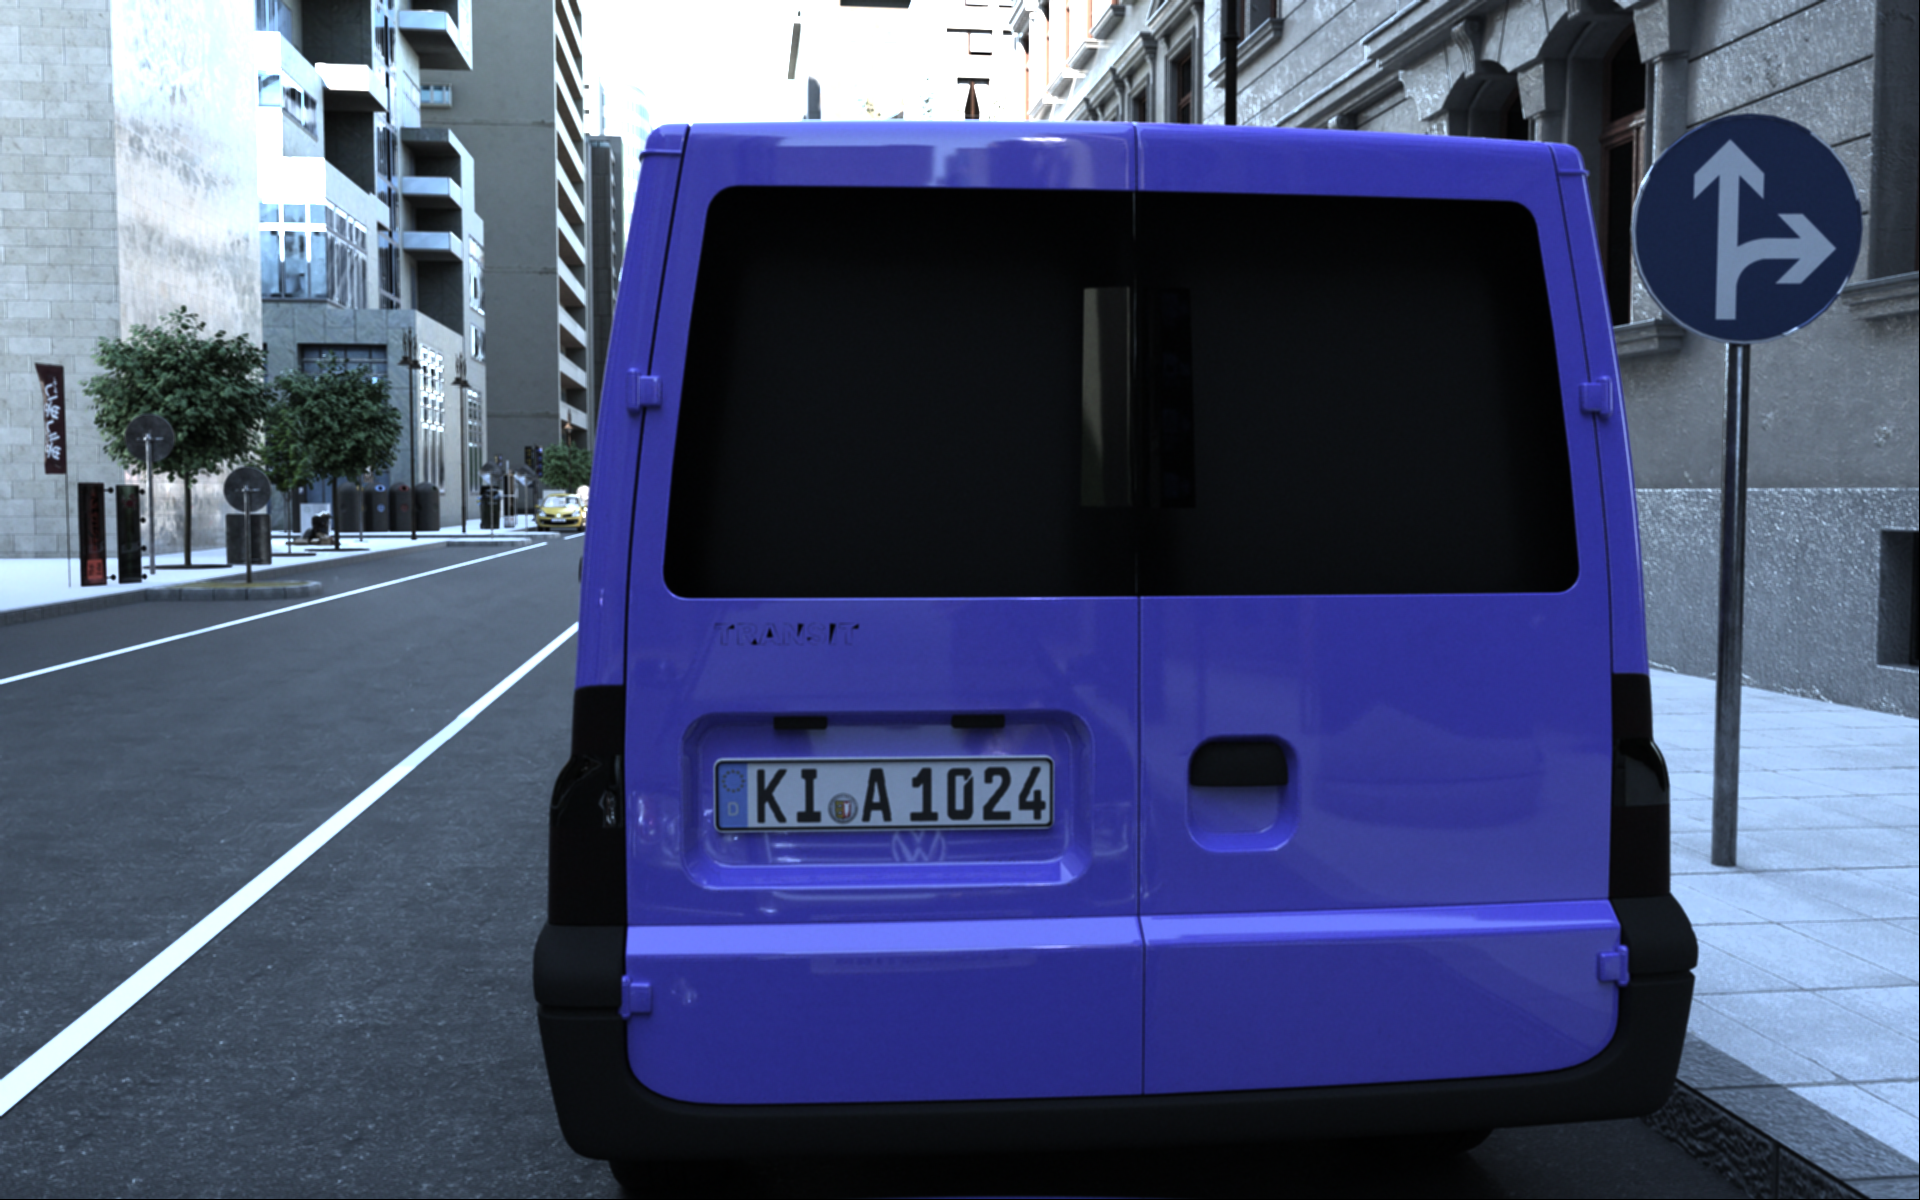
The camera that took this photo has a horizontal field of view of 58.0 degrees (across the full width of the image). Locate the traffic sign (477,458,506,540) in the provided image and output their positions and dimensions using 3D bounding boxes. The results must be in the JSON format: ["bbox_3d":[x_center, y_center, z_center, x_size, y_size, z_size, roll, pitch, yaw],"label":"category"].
[{"bbox_3d":[-13.190,-2.761,48.780,0.795,2.450,0.064,0,4,-7],"label":"traffic sign"}]

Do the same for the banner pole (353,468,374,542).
[{"bbox_3d":[-15.963,-3.451,46.437,0.401,3.779,0.863,1,4,13],"label":"banner pole"}]

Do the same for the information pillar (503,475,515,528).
[{"bbox_3d":[-16.989,-3.716,65.241,0.304,2.012,0.304,2,4,31],"label":"information pillar"}]

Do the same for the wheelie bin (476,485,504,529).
[{"bbox_3d":[-17.072,-3.374,63.065,0.980,1.594,0.693,-2,4,-31],"label":"wheelie bin"}]

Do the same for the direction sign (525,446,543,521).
[{"bbox_3d":[-20.227,-5.520,82.248,0.876,3.537,0.379,1,4,11],"label":"direction sign"}]

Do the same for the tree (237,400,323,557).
[{"bbox_3d":[-14.033,-2.519,35.794,1.663,3.219,1.824,0,3,0],"label":"tree"}]

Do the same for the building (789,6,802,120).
[{"bbox_3d":[-18.003,-58.885,275.438,22.319,86.520,31.000,0,4,-7],"label":"building"}]

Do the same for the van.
[{"bbox_3d":[0.007,-0.057,5.316,2.240,2.365,5.245,0,4,-6],"label":"van"}]

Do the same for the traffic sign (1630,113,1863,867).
[{"bbox_3d":[2.646,-0.356,5.921,0.768,2.556,0.104,0,4,2],"label":"traffic sign"}]

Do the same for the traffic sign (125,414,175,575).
[{"bbox_3d":[-12.875,-1.678,27.540,0.768,2.556,0.104,0,4,-5],"label":"traffic sign"}]

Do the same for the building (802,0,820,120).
[{"bbox_3d":[-4.363,-38.034,163.852,21.231,58.520,28.212,0,4,-7],"label":"building"}]

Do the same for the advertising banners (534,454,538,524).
[{"bbox_3d":[-17.919,-4.716,73.287,0.090,3.025,2.074,-1,4,-16],"label":"advertising banners"}]

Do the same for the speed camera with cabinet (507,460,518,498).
[{"bbox_3d":[-26.707,-6.542,101.305,0.660,3.252,2.038,1,4,23],"label":"speed camera with cabinet"}]

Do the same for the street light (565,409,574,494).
[{"bbox_3d":[-21.078,-7.389,93.606,0.468,5.910,1.993,0,4,-7],"label":"street light"}]

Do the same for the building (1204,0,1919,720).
[{"bbox_3d":[11.000,-13.898,14.617,14.401,28.519,23.554,0,4,-7],"label":"building"}]

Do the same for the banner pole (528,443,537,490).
[{"bbox_3d":[-21.103,-5.849,85.644,0.863,3.779,0.401,2,4,35],"label":"banner pole"}]

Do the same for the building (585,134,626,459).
[{"bbox_3d":[-44.360,-31.044,191.160,14.154,41.232,14.086,0,4,-7],"label":"building"}]

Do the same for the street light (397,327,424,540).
[{"bbox_3d":[-15.196,-4.601,48.015,0.468,5.910,1.993,0,4,-7],"label":"street light"}]

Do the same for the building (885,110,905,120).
[{"bbox_3d":[-1.109,-16.669,101.415,11.050,23.489,19.941,0,4,-7],"label":"building"}]

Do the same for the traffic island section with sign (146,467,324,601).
[{"bbox_3d":[-10.099,-0.961,24.335,1.989,1.847,2.006,0,4,-7],"label":"traffic island section with sign"}]

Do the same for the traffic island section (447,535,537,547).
[{"bbox_3d":[-13.212,-1.624,48.839,2.009,0.180,2.903,0,4,-7],"label":"traffic island section"}]

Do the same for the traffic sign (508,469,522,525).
[{"bbox_3d":[-18.098,-4.189,70.620,0.606,2.300,0.079,0,4,-2],"label":"traffic sign"}]

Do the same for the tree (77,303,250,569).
[{"bbox_3d":[-13.486,-2.830,29.981,4.285,4.588,4.351,0,3,0],"label":"tree"}]

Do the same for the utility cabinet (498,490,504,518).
[{"bbox_3d":[-24.865,-5.126,92.496,1.173,1.500,0.318,2,4,31],"label":"utility cabinet"}]

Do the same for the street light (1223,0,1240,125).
[{"bbox_3d":[1.662,-2.317,10.676,0.468,5.910,1.993,0,4,-7],"label":"street light"}]

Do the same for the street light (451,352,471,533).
[{"bbox_3d":[-16.264,-5.127,56.612,0.468,5.910,1.993,0,4,-7],"label":"street light"}]

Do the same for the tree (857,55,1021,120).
[{"bbox_3d":[-0.039,-4.838,29.469,4.360,8.622,3.978,0,3,0],"label":"tree"}]

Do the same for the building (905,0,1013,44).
[{"bbox_3d":[6.768,-12.947,66.439,16.860,20.320,10.420,0,4,-7],"label":"building"}]

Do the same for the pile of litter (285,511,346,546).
[{"bbox_3d":[-16.185,-1.805,43.471,1.719,0.858,1.176,3,4,37],"label":"pile of litter"}]

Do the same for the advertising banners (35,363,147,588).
[{"bbox_3d":[-12.107,-1.711,24.166,0.090,3.025,2.074,1,4,12],"label":"advertising banners"}]

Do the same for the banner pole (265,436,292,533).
[{"bbox_3d":[-22.421,-4.087,56.840,0.863,3.779,0.401,-1,4,-18],"label":"banner pole"}]

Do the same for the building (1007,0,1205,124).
[{"bbox_3d":[7.663,-12.294,37.159,11.583,22.565,21.152,0,4,-7],"label":"building"}]

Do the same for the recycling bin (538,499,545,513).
[{"bbox_3d":[-20.714,-4.556,87.047,0.722,1.027,0.722,3,5,40],"label":"recycling bin"}]

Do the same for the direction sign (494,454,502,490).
[{"bbox_3d":[-26.199,-6.506,98.364,0.379,3.537,0.876,-3,5,-41],"label":"direction sign"}]

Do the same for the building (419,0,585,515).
[{"bbox_3d":[-36.766,-30.078,115.482,21.300,48.544,21.600,0,4,-7],"label":"building"}]

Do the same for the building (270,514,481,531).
[{"bbox_3d":[-32.009,-46.452,72.156,22.319,86.520,31.000,0,4,-7],"label":"building"}]

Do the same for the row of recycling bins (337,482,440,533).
[{"bbox_3d":[-19.349,-3.148,58.577,3.534,1.692,1.069,-3,5,-44],"label":"row of recycling bins"}]

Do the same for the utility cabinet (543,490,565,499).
[{"bbox_3d":[-22.345,-5.304,95.402,1.173,1.500,0.318,0,4,0],"label":"utility cabinet"}]

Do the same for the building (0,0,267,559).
[{"bbox_3d":[-25.638,-11.212,38.074,16.860,20.320,10.420,0,4,-7],"label":"building"}]

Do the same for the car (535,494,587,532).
[{"bbox_3d":[-15.264,-3.448,66.590,2.015,1.641,3.980,0,4,-8],"label":"car"}]

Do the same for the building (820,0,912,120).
[{"bbox_3d":[-4.239,-30.142,142.934,14.600,45.320,14.200,0,4,-7],"label":"building"}]

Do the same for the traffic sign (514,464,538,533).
[{"bbox_3d":[-14.200,-3.245,56.702,0.795,2.450,0.064,0,4,-7],"label":"traffic sign"}]

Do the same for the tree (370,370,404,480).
[{"bbox_3d":[-14.172,-3.399,39.290,4.285,4.588,4.351,0,3,0],"label":"tree"}]

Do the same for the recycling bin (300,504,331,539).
[{"bbox_3d":[-17.139,-2.050,46.077,0.722,1.027,0.722,-1,4,-17],"label":"recycling bin"}]

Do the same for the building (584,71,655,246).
[{"bbox_3d":[-53.760,-42.819,242.083,21.231,58.520,28.212,0,4,-7],"label":"building"}]

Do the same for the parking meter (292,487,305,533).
[{"bbox_3d":[-21.662,-3.120,56.730,0.255,1.863,0.399,1,4,22],"label":"parking meter"}]

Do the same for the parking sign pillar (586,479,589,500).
[{"bbox_3d":[-25.553,-8.086,120.684,1.447,3.967,1.447,0,4,-5],"label":"parking sign pillar"}]

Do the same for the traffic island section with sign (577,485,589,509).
[{"bbox_3d":[-17.008,-4.276,78.547,1.989,1.847,2.006,0,4,-7],"label":"traffic island section with sign"}]

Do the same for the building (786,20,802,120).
[{"bbox_3d":[-4.411,-36.902,192.584,28.713,52.752,27.495,0,4,-7],"label":"building"}]

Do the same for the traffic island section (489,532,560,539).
[{"bbox_3d":[-14.222,-2.109,56.760,2.009,0.180,2.903,0,4,-7],"label":"traffic island section"}]

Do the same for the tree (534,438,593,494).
[{"bbox_3d":[-23.390,-7.419,105.012,4.285,4.588,4.351,0,3,0],"label":"tree"}]
